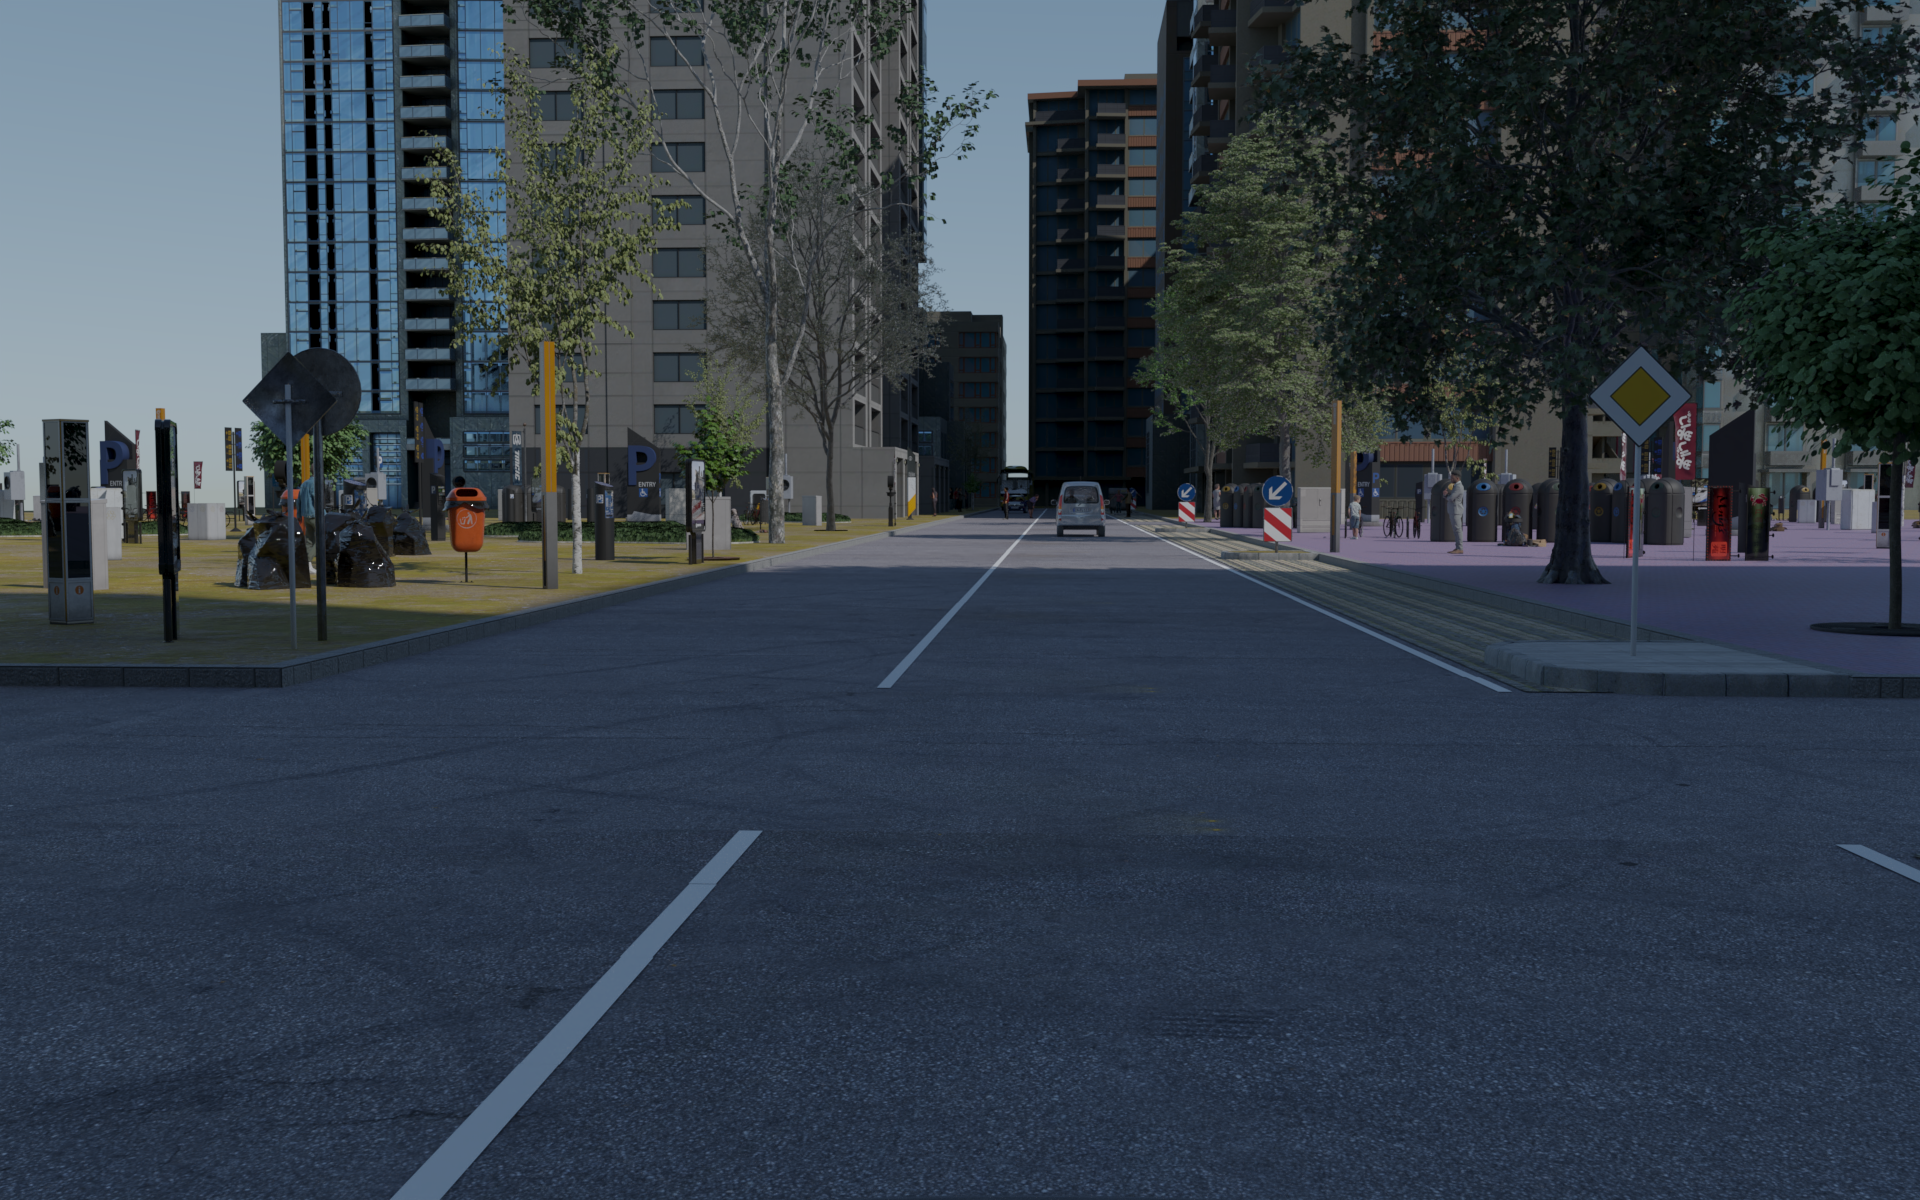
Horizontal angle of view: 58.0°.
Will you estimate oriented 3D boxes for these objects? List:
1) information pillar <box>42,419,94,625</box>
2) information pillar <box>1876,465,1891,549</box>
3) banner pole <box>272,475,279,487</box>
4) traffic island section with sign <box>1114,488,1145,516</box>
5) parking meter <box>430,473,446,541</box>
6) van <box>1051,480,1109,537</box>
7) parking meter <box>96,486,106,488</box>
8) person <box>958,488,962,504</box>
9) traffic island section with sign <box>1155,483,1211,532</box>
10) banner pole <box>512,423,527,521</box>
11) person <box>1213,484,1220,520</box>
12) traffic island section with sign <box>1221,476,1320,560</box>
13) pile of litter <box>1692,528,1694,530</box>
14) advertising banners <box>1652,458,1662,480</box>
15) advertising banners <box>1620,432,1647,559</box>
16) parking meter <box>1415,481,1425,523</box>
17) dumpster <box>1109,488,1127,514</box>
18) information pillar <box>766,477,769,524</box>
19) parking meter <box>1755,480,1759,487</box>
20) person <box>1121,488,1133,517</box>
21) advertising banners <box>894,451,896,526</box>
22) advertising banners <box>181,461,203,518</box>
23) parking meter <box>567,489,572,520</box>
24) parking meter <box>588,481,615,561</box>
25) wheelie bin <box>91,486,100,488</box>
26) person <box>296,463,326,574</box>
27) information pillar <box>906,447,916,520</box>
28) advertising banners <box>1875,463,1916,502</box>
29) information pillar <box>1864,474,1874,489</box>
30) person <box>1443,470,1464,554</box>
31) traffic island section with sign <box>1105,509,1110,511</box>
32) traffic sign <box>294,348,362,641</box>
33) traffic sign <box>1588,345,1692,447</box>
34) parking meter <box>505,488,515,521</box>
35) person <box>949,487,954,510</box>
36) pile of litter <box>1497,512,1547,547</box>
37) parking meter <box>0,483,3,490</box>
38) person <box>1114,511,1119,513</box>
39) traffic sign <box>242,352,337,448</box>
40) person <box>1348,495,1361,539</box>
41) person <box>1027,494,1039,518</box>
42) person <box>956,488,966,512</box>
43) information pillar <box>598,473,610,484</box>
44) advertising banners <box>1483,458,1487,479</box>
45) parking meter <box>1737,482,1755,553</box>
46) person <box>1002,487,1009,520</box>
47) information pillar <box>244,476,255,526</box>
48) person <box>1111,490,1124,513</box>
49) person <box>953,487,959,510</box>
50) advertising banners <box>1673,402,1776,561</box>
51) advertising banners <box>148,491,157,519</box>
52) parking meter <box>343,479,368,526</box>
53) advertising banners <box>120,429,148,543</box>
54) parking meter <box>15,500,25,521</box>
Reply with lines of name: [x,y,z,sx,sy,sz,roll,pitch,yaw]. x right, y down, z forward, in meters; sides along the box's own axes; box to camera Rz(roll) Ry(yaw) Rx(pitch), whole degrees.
information pillar: [-8.792,-0.770,17.084,0.304,2.012,0.304,2,4,31]
information pillar: [21.690,-2.211,40.641,0.304,2.012,0.304,2,4,27]
banner pole: [-28.335,-5.038,72.392,0.863,3.779,0.401,-2,4,-32]
traffic island section with sign: [11.288,-6.539,115.534,1.989,1.847,2.006,0,4,3]
parking meter: [-14.281,-2.548,47.377,0.399,1.863,0.255,3,4,39]
van: [4.137,-3.210,59.489,2.013,2.044,4.112,0,4,3]
parking meter: [-28.701,-3.023,57.830,0.372,1.533,0.369,0,3,0]
person: [-0.006,-8.285,141.948,0.683,1.767,0.568,3,4,39]
traffic island section with sign: [8.365,-3.459,65.178,1.989,1.847,2.006,0,4,3]
banner pole: [-15.379,-4.318,60.624,0.401,3.779,0.863,2,4,29]
person: [12.828,-4.837,85.481,0.532,1.782,0.716,-3,5,-40]
traffic island section with sign: [6.810,-1.813,38.267,1.989,1.847,2.006,0,4,3]
pile of litter: [26.002,-2.989,62.842,1.176,0.858,1.719,1,4,12]
advertising banners: [34.584,-5.382,84.180,2.074,3.025,0.090,0,4,-7]
advertising banners: [13.491,-2.360,34.767,0.090,3.025,2.074,2,4,35]
parking meter: [20.742,-4.426,78.076,0.399,1.863,0.255,3,5,44]
dumpster: [11.694,-7.193,125.822,1.865,1.857,1.264,0,4,3]
information pillar: [-8.204,-4.318,75.085,0.304,2.012,0.304,-2,4,-33]
parking meter: [29.193,-3.554,63.821,0.399,1.863,0.255,-1,4,-22]
person: [10.217,-5.922,105.411,0.705,1.812,1.348,3,4,36]
advertising banners: [-2.625,-4.505,69.841,0.090,3.025,2.074,0,4,-3]
advertising banners: [-41.239,-5.868,92.137,2.074,3.025,0.090,0,4,4]
parking meter: [-19.211,-4.717,85.536,0.372,1.533,0.369,0,3,0]
parking meter: [-6.889,-1.538,33.559,0.372,1.533,0.369,0,3,0]
wheelie bin: [-35.197,-3.847,70.813,0.980,1.594,0.693,-1,4,-12]
person: [-10.407,-1.308,27.777,0.444,1.785,0.601,-3,5,-41]
information pillar: [-2.434,-5.812,86.383,0.504,3.616,0.183,-3,5,-42]
advertising banners: [40.910,-4.881,75.994,0.090,3.025,2.074,-2,4,-34]
information pillar: [33.434,-3.625,63.768,0.304,2.012,0.304,2,4,30]
person: [10.619,-1.901,37.305,0.466,1.800,0.511,0,4,-2]
traffic island section with sign: [12.932,-8.269,143.832,1.989,1.847,2.006,0,4,3]
traffic sign: [-5.585,-0.917,15.093,0.768,2.556,0.104,0,4,5]
traffic sign: [5.352,-0.700,13.629,0.795,2.593,0.064,0,4,3]
parking meter: [-19.401,-4.054,74.692,0.372,1.533,0.369,0,3,0]
person: [-0.733,-8.015,137.104,0.705,1.822,1.348,1,4,20]
pile of litter: [13.903,-1.762,42.780,1.176,0.858,1.719,1,4,15]
parking meter: [-50.324,-5.193,90.609,0.255,1.863,0.399,2,4,34]
person: [11.898,-7.501,131.849,1.217,1.736,0.721,1,4,8]
traffic sign: [-5.523,-0.739,14.278,0.795,2.593,0.064,0,4,3]
person: [11.163,-2.342,49.011,0.332,1.250,0.352,3,5,44]
person: [4.291,-5.499,101.639,0.697,1.427,0.421,2,4,27]
person: [0.083,-7.145,123.575,0.721,1.735,1.217,2,4,34]
information pillar: [-12.457,-3.432,60.597,0.304,2.012,0.304,1,4,22]
advertising banners: [26.236,-5.482,85.819,0.090,3.025,2.074,2,4,35]
parking meter: [17.189,-1.798,37.802,0.372,1.533,0.369,0,3,0]
person: [2.568,-5.446,97.502,0.705,1.831,1.348,0,4,-6]
information pillar: [-29.013,-4.051,70.723,0.304,2.012,0.304,3,5,45]
person: [10.845,-6.683,118.480,1.217,1.743,0.721,1,4,13]
person: [-0.238,-8.177,139.671,0.705,1.831,1.348,2,4,32]
advertising banners: [14.562,-2.258,33.109,2.074,3.025,0.090,0,4,-2]
advertising banners: [-41.279,-5.634,88.304,2.074,3.025,0.090,-2,4,-24]
parking meter: [-9.985,-1.236,28.622,0.372,1.533,0.369,0,3,0]
advertising banners: [-22.147,-3.067,46.328,0.090,3.025,2.074,-1,4,-12]
parking meter: [-40.898,-4.091,75.291,0.372,1.533,0.369,0,3,0]
